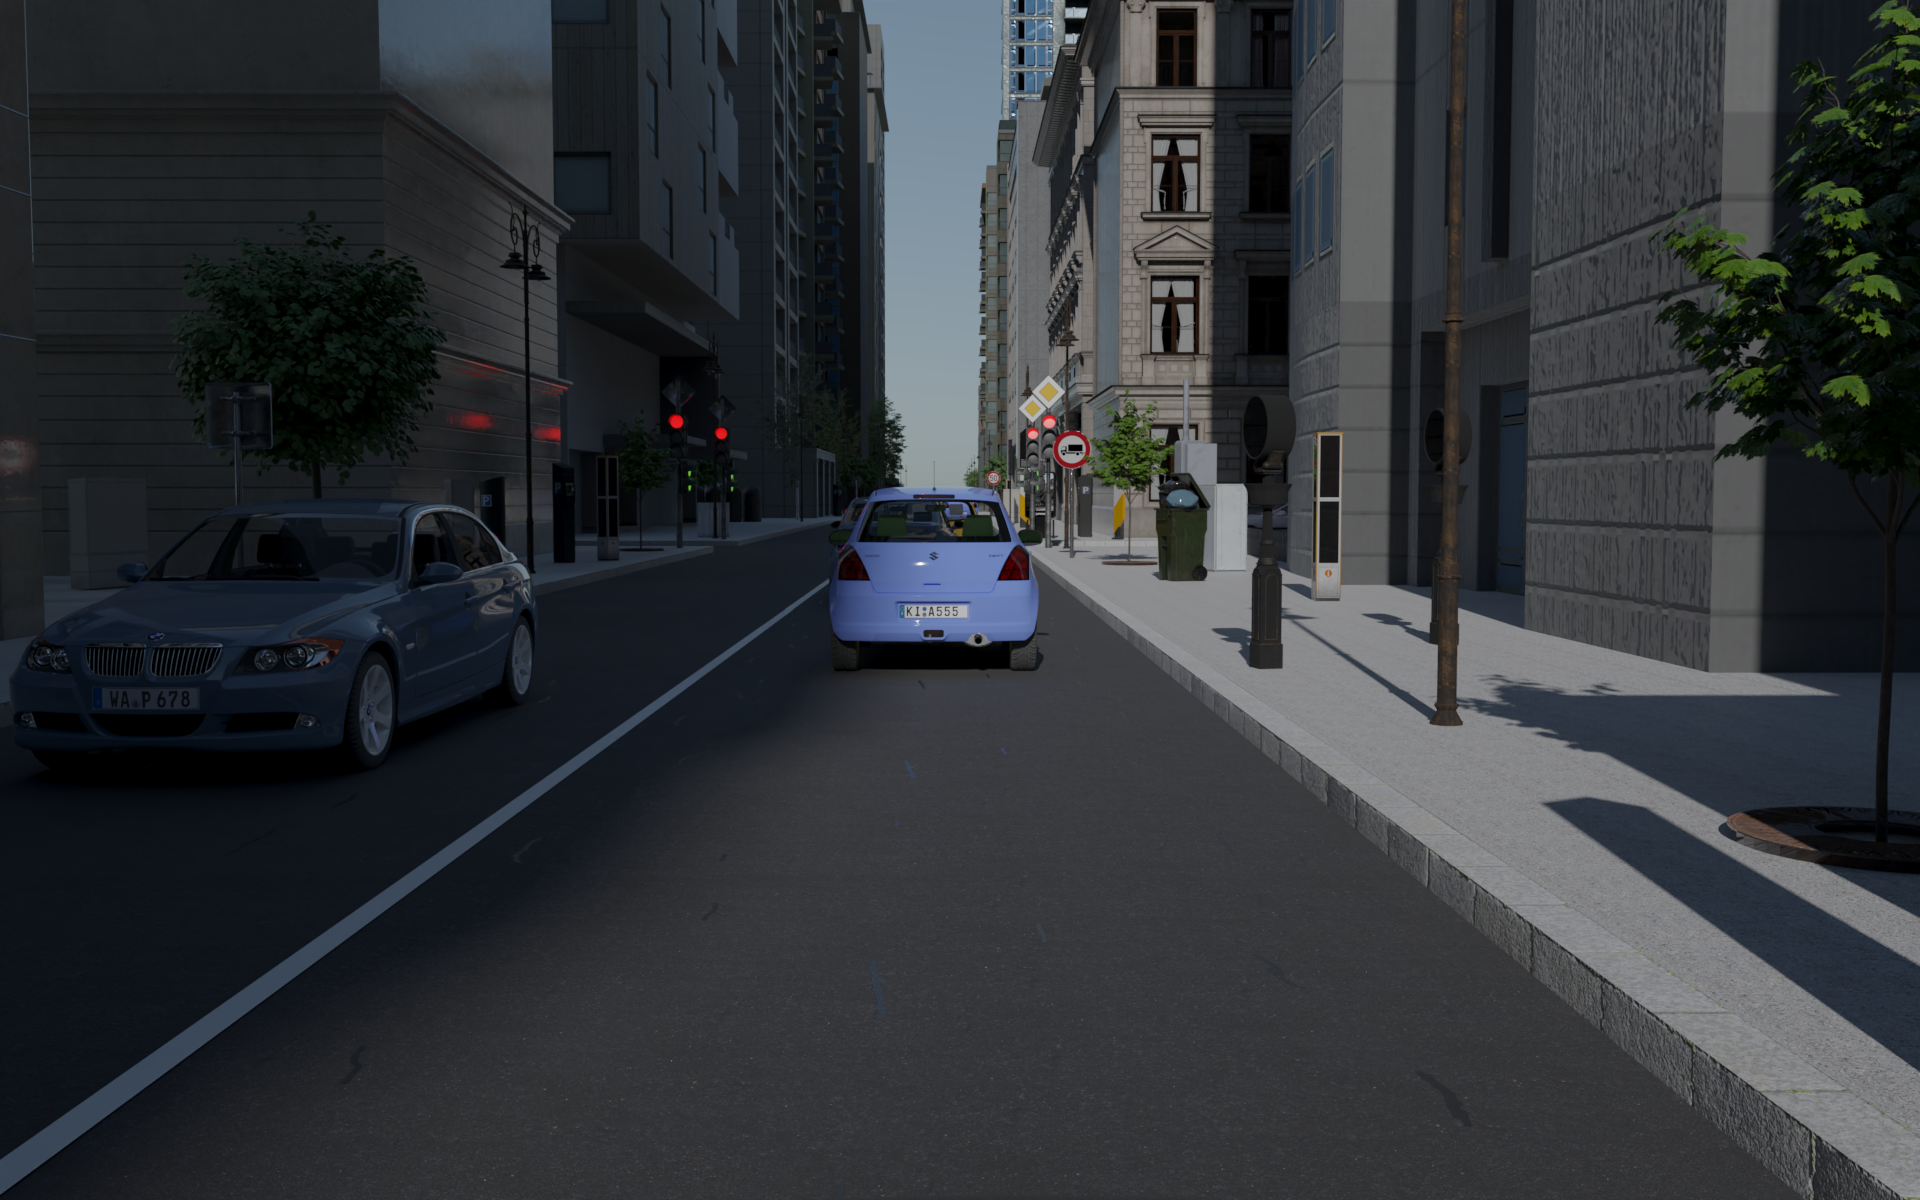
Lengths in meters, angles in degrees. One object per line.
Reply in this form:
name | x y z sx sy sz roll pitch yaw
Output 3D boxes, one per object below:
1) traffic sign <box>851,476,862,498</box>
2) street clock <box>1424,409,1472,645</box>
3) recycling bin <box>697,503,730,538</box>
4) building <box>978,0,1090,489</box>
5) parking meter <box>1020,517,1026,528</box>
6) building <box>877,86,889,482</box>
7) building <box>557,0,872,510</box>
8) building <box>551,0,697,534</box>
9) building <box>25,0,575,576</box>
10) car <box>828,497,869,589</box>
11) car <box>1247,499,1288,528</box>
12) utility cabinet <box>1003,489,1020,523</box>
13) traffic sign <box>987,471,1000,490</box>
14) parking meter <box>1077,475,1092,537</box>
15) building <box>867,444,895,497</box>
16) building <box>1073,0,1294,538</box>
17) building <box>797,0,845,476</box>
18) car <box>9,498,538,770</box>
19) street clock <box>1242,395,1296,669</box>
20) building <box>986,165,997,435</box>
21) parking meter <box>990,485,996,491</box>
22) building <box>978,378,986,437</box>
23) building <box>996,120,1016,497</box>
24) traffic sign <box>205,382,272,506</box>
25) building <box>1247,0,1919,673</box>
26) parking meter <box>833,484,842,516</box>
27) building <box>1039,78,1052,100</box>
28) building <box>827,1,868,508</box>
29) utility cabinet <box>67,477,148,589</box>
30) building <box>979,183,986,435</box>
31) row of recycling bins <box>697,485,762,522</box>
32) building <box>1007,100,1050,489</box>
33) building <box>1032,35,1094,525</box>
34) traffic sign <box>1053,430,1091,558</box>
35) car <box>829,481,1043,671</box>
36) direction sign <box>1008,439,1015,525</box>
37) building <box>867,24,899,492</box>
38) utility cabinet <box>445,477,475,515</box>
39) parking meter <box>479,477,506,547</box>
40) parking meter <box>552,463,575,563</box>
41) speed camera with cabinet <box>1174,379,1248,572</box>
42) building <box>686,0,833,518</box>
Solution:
traffic sign | -7.235 -7.417 121.379 0.768 2.556 0.104 0 4 5
street clock | 4.131 -0.621 14.720 0.358 2.002 0.471 -1 4 -9
recycling bin | -7.340 -2.386 51.563 0.722 1.027 0.722 -3 4 -37
building | 13.335 -53.156 181.772 22.319 86.520 31.000 0 4 0
parking meter | 2.421 -3.683 65.924 0.255 1.863 0.399 0 4 -3
building | -23.763 -38.672 221.527 28.713 52.752 27.495 0 4 0
building | -23.986 -36.158 180.415 28.713 52.752 27.495 0 4 0
building | -22.721 -28.904 61.812 28.713 52.752 27.495 0 4 0
building | -25.819 -13.085 33.032 34.723 24.649 14.460 0 4 0
car | -0.908 -0.796 25.019 2.014 1.417 4.499 0 4 1
car | 8.761 -1.983 44.780 4.827 1.381 2.083 0 3 0
utility cabinet | 2.533 -4.177 76.979 1.173 1.500 0.318 1 4 20
traffic sign | 1.867 -5.881 96.267 0.768 2.556 0.104 0 4 5
parking meter | 3.727 -2.847 52.254 0.255 1.863 0.399 2 4 28
building | -25.571 -33.989 247.595 32.217 40.220 23.993 0 4 0
building | 13.574 -11.642 54.971 19.286 19.102 10.561 0 4 0
building | -20.756 -29.562 137.970 22.147 44.769 28.867 0 4 0
car | -3.862 0.090 10.525 2.014 1.417 4.499 0 4 1
street clock | 2.259 -0.499 12.723 0.358 2.002 0.471 -1 4 -14
building | 10.218 -32.678 217.878 14.154 41.232 14.086 0 4 0
parking meter | 1.890 -5.714 99.138 0.255 1.863 0.399 2 4 26
building | 16.840 -25.953 269.374 27.650 21.520 28.899 0 4 0
building | 9.847 -22.343 137.002 14.160 30.474 14.107 0 4 0
traffic sign | -6.608 -0.841 15.888 0.606 2.300 0.079 0 4 2
building | 15.782 -29.522 24.676 21.231 58.520 28.212 0 4 0
parking meter | -7.159 -5.796 100.472 0.399 1.863 0.255 1 4 16
building | 19.204 -28.373 155.774 32.217 40.220 23.993 0 4 0
building | -15.718 -31.154 159.476 14.600 45.320 14.200 0 4 0
utility cabinet | -11.597 -0.912 23.585 0.318 1.500 1.173 1 4 12
building | 13.738 -35.756 239.227 22.147 44.769 28.867 0 4 0
row of recycling bins | -10.781 -4.403 79.106 3.534 1.692 1.069 -2 4 -24
building | 9.431 -18.124 114.344 12.078 24.808 19.932 0 4 0
building | 8.814 -14.252 83.935 10.553 20.767 40.483 0 4 0
traffic sign | 2.238 -2.111 34.626 0.768 2.556 0.104 1 4 9
car | -0.217 -0.350 15.322 1.945 1.707 3.694 0 4 -1
direction sign | 2.084 -4.883 71.838 0.379 3.537 0.876 0 4 -7
building | -19.840 -50.843 269.529 20.563 71.187 20.611 0 4 0
utility cabinet | -6.651 -0.876 22.996 0.318 1.500 1.173 -1 4 -20
parking meter | -6.770 -1.020 25.082 0.372 1.533 0.369 0 3 0
parking meter | -7.368 -1.622 32.233 0.399 1.863 0.255 3 4 38
speed camera with cabinet | 4.236 -2.140 29.326 0.660 3.252 2.038 -1 4 -13
building | -17.862 -40.486 100.195 20.563 71.187 20.611 0 4 0
